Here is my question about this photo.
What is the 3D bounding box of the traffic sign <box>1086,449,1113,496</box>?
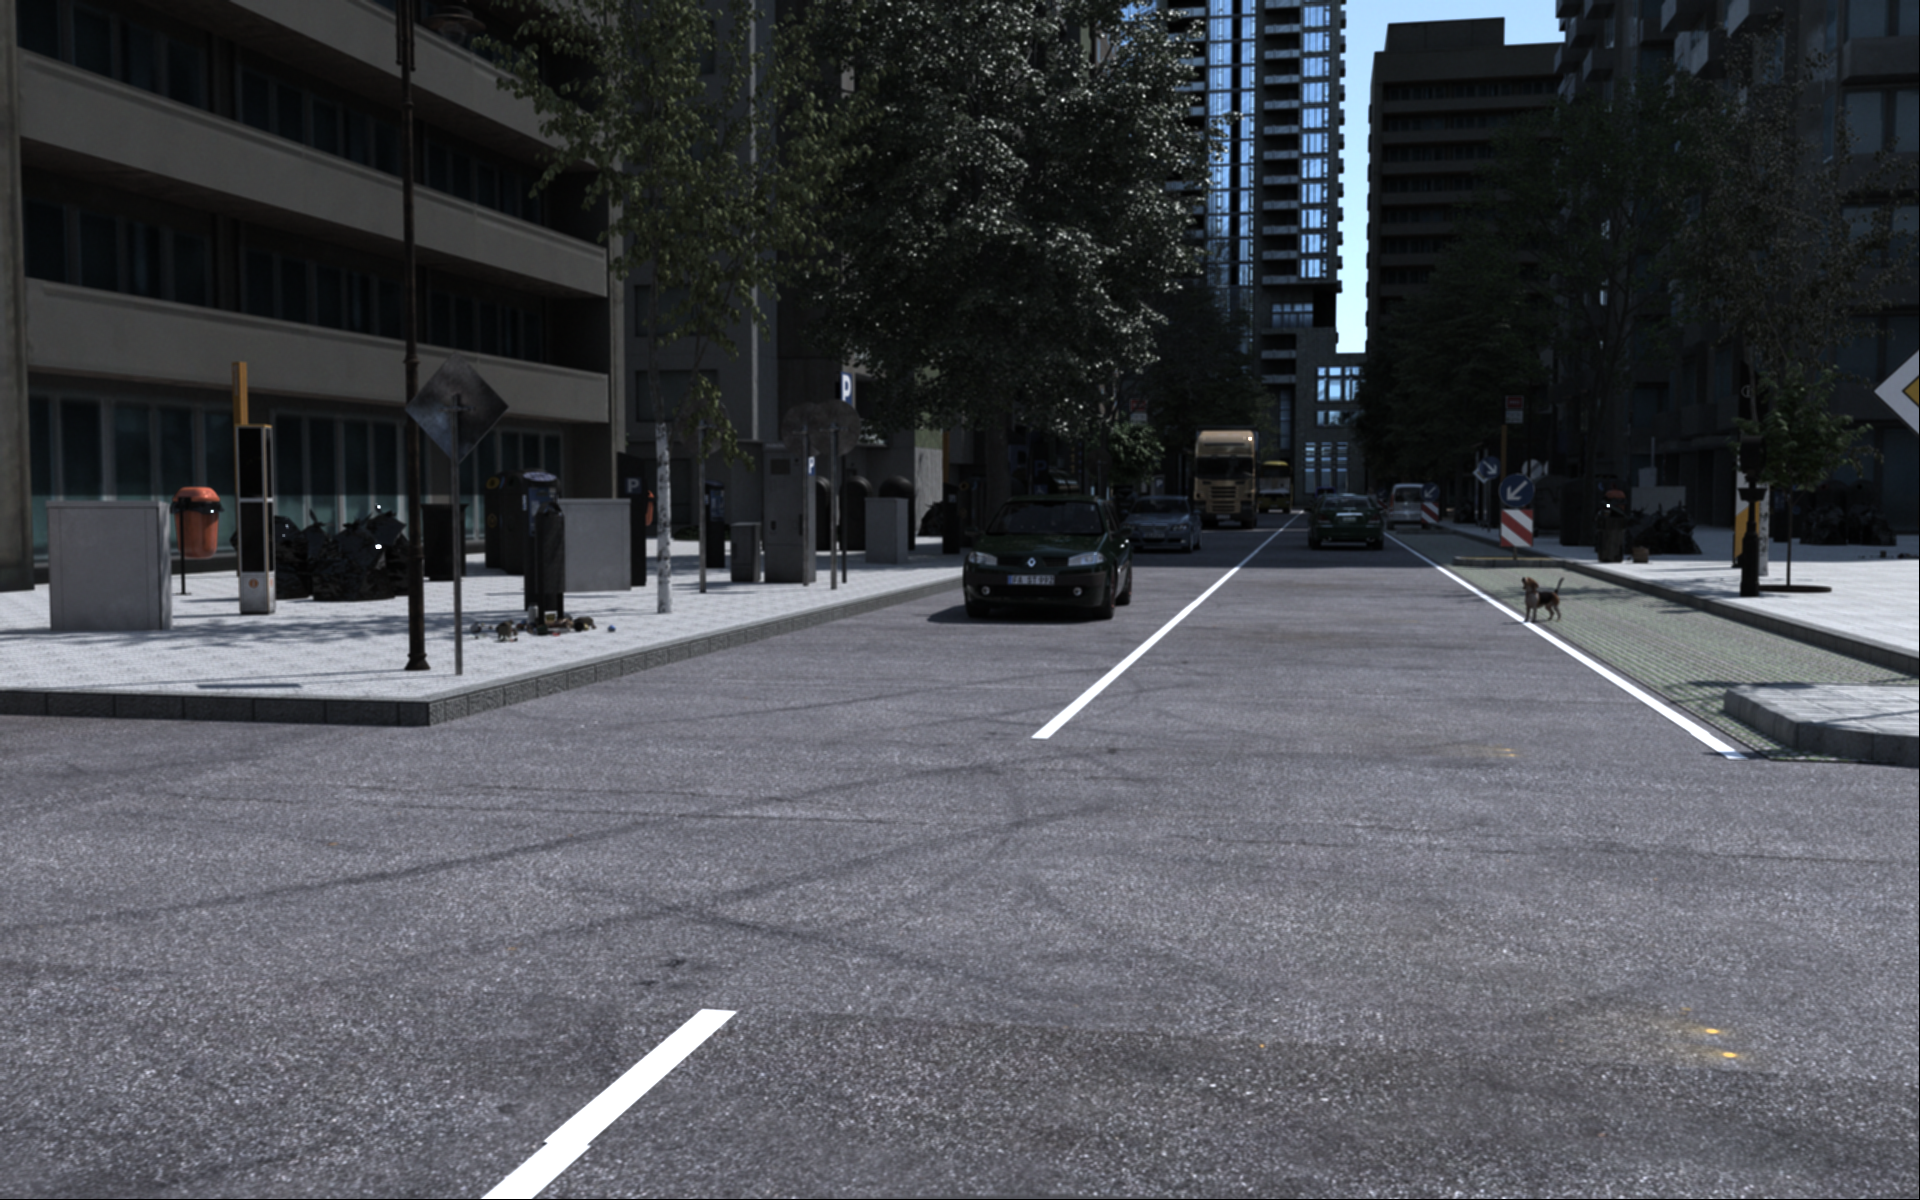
[{"bbox_3d":[3.905,-2.976,48.763,0.768,2.556,0.104,1,4,19],"label":"traffic sign"}]

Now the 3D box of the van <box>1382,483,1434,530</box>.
[{"bbox_3d":[17.931,-3.806,69.242,2.013,2.044,4.112,1,4,13],"label":"van"}]

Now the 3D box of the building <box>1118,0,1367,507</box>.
[{"bbox_3d":[27.619,-53.330,184.610,31.000,86.520,22.319,1,4,12],"label":"building"}]

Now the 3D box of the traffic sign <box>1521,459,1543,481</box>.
[{"bbox_3d":[20.959,-3.878,63.504,0.768,2.556,0.104,1,4,13],"label":"traffic sign"}]

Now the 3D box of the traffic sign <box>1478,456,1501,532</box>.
[{"bbox_3d":[17.824,-3.559,58.290,0.768,2.556,0.104,1,4,15],"label":"traffic sign"}]

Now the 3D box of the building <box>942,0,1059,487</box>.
[{"bbox_3d":[-2.547,-19.828,95.881,14.160,30.474,14.107,1,4,12],"label":"building"}]

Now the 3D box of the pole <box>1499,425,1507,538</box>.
[{"bbox_3d":[16.019,-3.501,51.078,0.158,3.312,0.155,0,3,0],"label":"pole"}]

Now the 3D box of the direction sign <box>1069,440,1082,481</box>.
[{"bbox_3d":[4.864,-4.907,72.226,0.379,3.537,0.876,-3,4,-39],"label":"direction sign"}]

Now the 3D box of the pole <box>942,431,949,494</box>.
[{"bbox_3d":[-0.351,-3.002,42.933,0.158,3.312,0.155,0,3,0],"label":"pole"}]

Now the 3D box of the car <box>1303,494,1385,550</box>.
[{"bbox_3d":[10.189,-2.083,45.858,2.131,1.459,4.920,1,4,10],"label":"car"}]

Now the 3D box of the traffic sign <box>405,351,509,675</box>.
[{"bbox_3d":[-3.549,-0.524,12.215,0.795,2.450,0.064,1,4,12],"label":"traffic sign"}]

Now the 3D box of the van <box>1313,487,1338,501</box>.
[{"bbox_3d":[32.681,-9.204,154.866,2.240,2.365,5.245,1,4,12],"label":"van"}]

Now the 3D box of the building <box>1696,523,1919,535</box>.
[{"bbox_3d":[39.215,-27.169,63.824,23.786,49.044,30.456,1,4,12],"label":"building"}]

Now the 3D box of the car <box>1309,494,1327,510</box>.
[{"bbox_3d":[19.114,-4.755,89.540,2.131,1.459,4.920,1,4,11],"label":"car"}]

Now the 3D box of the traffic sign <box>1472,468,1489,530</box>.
[{"bbox_3d":[18.592,-3.690,61.509,0.795,2.450,0.064,1,4,19],"label":"traffic sign"}]

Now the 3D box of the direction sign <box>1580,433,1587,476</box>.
[{"bbox_3d":[23.157,-4.427,64.386,0.379,3.537,0.876,0,4,5],"label":"direction sign"}]

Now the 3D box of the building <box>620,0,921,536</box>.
[{"bbox_3d":[-8.748,-22.857,57.312,14.154,41.232,14.086,1,4,12],"label":"building"}]

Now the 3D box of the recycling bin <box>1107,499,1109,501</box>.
[{"bbox_3d":[7.528,-4.451,85.321,0.722,1.027,0.722,-3,5,-43],"label":"recycling bin"}]

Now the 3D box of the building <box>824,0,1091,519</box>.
[{"bbox_3d":[0.382,-26.059,109.652,14.154,41.232,14.086,1,4,12],"label":"building"}]

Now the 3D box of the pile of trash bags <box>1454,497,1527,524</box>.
[{"bbox_3d":[23.155,-3.996,75.082,3.447,1.369,1.912,1,4,21],"label":"pile of trash bags"}]

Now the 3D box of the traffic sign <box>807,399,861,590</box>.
[{"bbox_3d":[-1.698,-1.413,23.216,0.768,2.556,0.104,1,4,15],"label":"traffic sign"}]

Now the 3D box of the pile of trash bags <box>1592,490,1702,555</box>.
[{"bbox_3d":[14.860,-1.734,38.110,1.912,1.369,3.447,0,4,1],"label":"pile of trash bags"}]

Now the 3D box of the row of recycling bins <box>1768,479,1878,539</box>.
[{"bbox_3d":[24.792,-2.631,50.134,1.069,1.692,3.534,-2,4,-32],"label":"row of recycling bins"}]

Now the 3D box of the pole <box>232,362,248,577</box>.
[{"bbox_3d":[-11.137,-2.019,26.859,0.158,3.312,0.155,0,3,0],"label":"pole"}]

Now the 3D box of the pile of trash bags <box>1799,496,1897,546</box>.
[{"bbox_3d":[23.026,-2.063,43.490,3.447,1.369,1.912,2,4,24],"label":"pile of trash bags"}]

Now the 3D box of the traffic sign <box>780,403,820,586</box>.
[{"bbox_3d":[-2.154,-1.470,24.134,0.768,2.556,0.104,1,4,17],"label":"traffic sign"}]

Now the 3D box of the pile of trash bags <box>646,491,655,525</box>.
[{"bbox_3d":[-9.678,-2.179,45.372,3.447,1.369,1.912,-2,4,-27],"label":"pile of trash bags"}]

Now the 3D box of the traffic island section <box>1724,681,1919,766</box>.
[{"bbox_3d":[5.814,0.732,10.319,2.009,0.180,2.903,1,4,12],"label":"traffic island section"}]

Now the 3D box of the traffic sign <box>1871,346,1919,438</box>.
[{"bbox_3d":[5.789,-0.404,10.246,0.795,2.450,0.064,1,4,12],"label":"traffic sign"}]

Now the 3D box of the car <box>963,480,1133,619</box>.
[{"bbox_3d":[1.142,-0.699,21.213,2.009,1.686,4.222,1,4,10],"label":"car"}]

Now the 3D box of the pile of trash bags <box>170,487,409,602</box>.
[{"bbox_3d":[-8.491,-0.738,21.814,3.447,1.369,1.912,1,4,18],"label":"pile of trash bags"}]

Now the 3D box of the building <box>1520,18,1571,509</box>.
[{"bbox_3d":[53.731,-49.930,129.020,22.319,86.520,31.000,1,4,12],"label":"building"}]

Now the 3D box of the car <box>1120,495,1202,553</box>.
[{"bbox_3d":[5.091,-1.929,43.535,2.014,1.417,4.499,1,4,12],"label":"car"}]

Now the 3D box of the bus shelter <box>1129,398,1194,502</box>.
[{"bbox_3d":[8.720,-5.963,75.131,2.179,5.291,8.768,1,4,12],"label":"bus shelter"}]

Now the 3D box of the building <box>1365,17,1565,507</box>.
[{"bbox_3d":[53.483,-34.084,180.973,21.600,48.544,21.300,1,4,12],"label":"building"}]

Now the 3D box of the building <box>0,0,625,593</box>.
[{"bbox_3d":[-20.816,-25.049,33.253,21.300,48.544,21.600,1,4,12],"label":"building"}]

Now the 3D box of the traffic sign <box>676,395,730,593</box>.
[{"bbox_3d":[-3.331,-1.361,22.354,0.768,2.556,0.104,1,4,16],"label":"traffic sign"}]

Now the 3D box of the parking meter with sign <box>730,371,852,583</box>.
[{"bbox_3d":[-2.470,-1.762,25.075,1.738,3.016,0.543,1,4,14],"label":"parking meter with sign"}]

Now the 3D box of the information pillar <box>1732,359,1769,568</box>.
[{"bbox_3d":[13.725,-2.367,30.054,0.504,3.616,0.183,1,4,15],"label":"information pillar"}]

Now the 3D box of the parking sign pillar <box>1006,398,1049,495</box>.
[{"bbox_3d":[1.960,-3.360,43.412,1.447,3.967,1.447,0,4,-3],"label":"parking sign pillar"}]

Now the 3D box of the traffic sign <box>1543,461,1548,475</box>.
[{"bbox_3d":[21.101,-3.757,61.531,0.768,2.556,0.104,1,4,12],"label":"traffic sign"}]

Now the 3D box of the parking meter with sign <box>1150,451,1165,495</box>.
[{"bbox_3d":[7.892,-4.476,69.450,0.543,3.016,1.738,0,4,-8],"label":"parking meter with sign"}]

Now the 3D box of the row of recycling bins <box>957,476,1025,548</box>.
[{"bbox_3d":[0.734,-2.047,40.574,1.069,1.692,3.534,-1,4,-14],"label":"row of recycling bins"}]

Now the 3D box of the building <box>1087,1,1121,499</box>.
[{"bbox_3d":[3.662,-28.948,123.415,14.600,45.320,14.200,1,4,12],"label":"building"}]

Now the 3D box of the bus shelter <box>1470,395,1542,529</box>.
[{"bbox_3d":[21.327,-5.542,68.246,2.179,5.291,8.768,1,4,12],"label":"bus shelter"}]

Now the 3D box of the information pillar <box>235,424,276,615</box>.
[{"bbox_3d":[-7.496,-0.853,18.432,0.304,2.012,0.304,0,4,-8],"label":"information pillar"}]

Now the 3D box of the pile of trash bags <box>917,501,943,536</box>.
[{"bbox_3d":[0.134,-2.700,53.900,1.912,1.369,3.447,2,4,25],"label":"pile of trash bags"}]

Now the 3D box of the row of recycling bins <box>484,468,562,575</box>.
[{"bbox_3d":[-7.284,-1.337,28.974,1.069,1.692,3.534,-1,4,-22],"label":"row of recycling bins"}]

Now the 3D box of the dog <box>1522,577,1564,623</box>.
[{"bbox_3d":[6.522,-0.006,19.384,0.406,0.507,0.540,2,4,24],"label":"dog"}]

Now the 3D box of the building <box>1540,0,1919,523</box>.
[{"bbox_3d":[47.005,-29.396,100.233,23.786,49.044,30.456,1,4,12],"label":"building"}]

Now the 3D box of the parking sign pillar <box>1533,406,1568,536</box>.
[{"bbox_3d":[18.576,-4.003,53.927,1.447,3.967,1.447,1,4,13],"label":"parking sign pillar"}]

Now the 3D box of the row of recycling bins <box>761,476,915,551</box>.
[{"bbox_3d":[-2.788,-1.988,39.620,3.534,1.692,1.069,0,4,-1],"label":"row of recycling bins"}]

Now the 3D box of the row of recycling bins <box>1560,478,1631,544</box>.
[{"bbox_3d":[16.496,-2.320,45.043,1.069,1.692,3.534,3,5,39],"label":"row of recycling bins"}]
